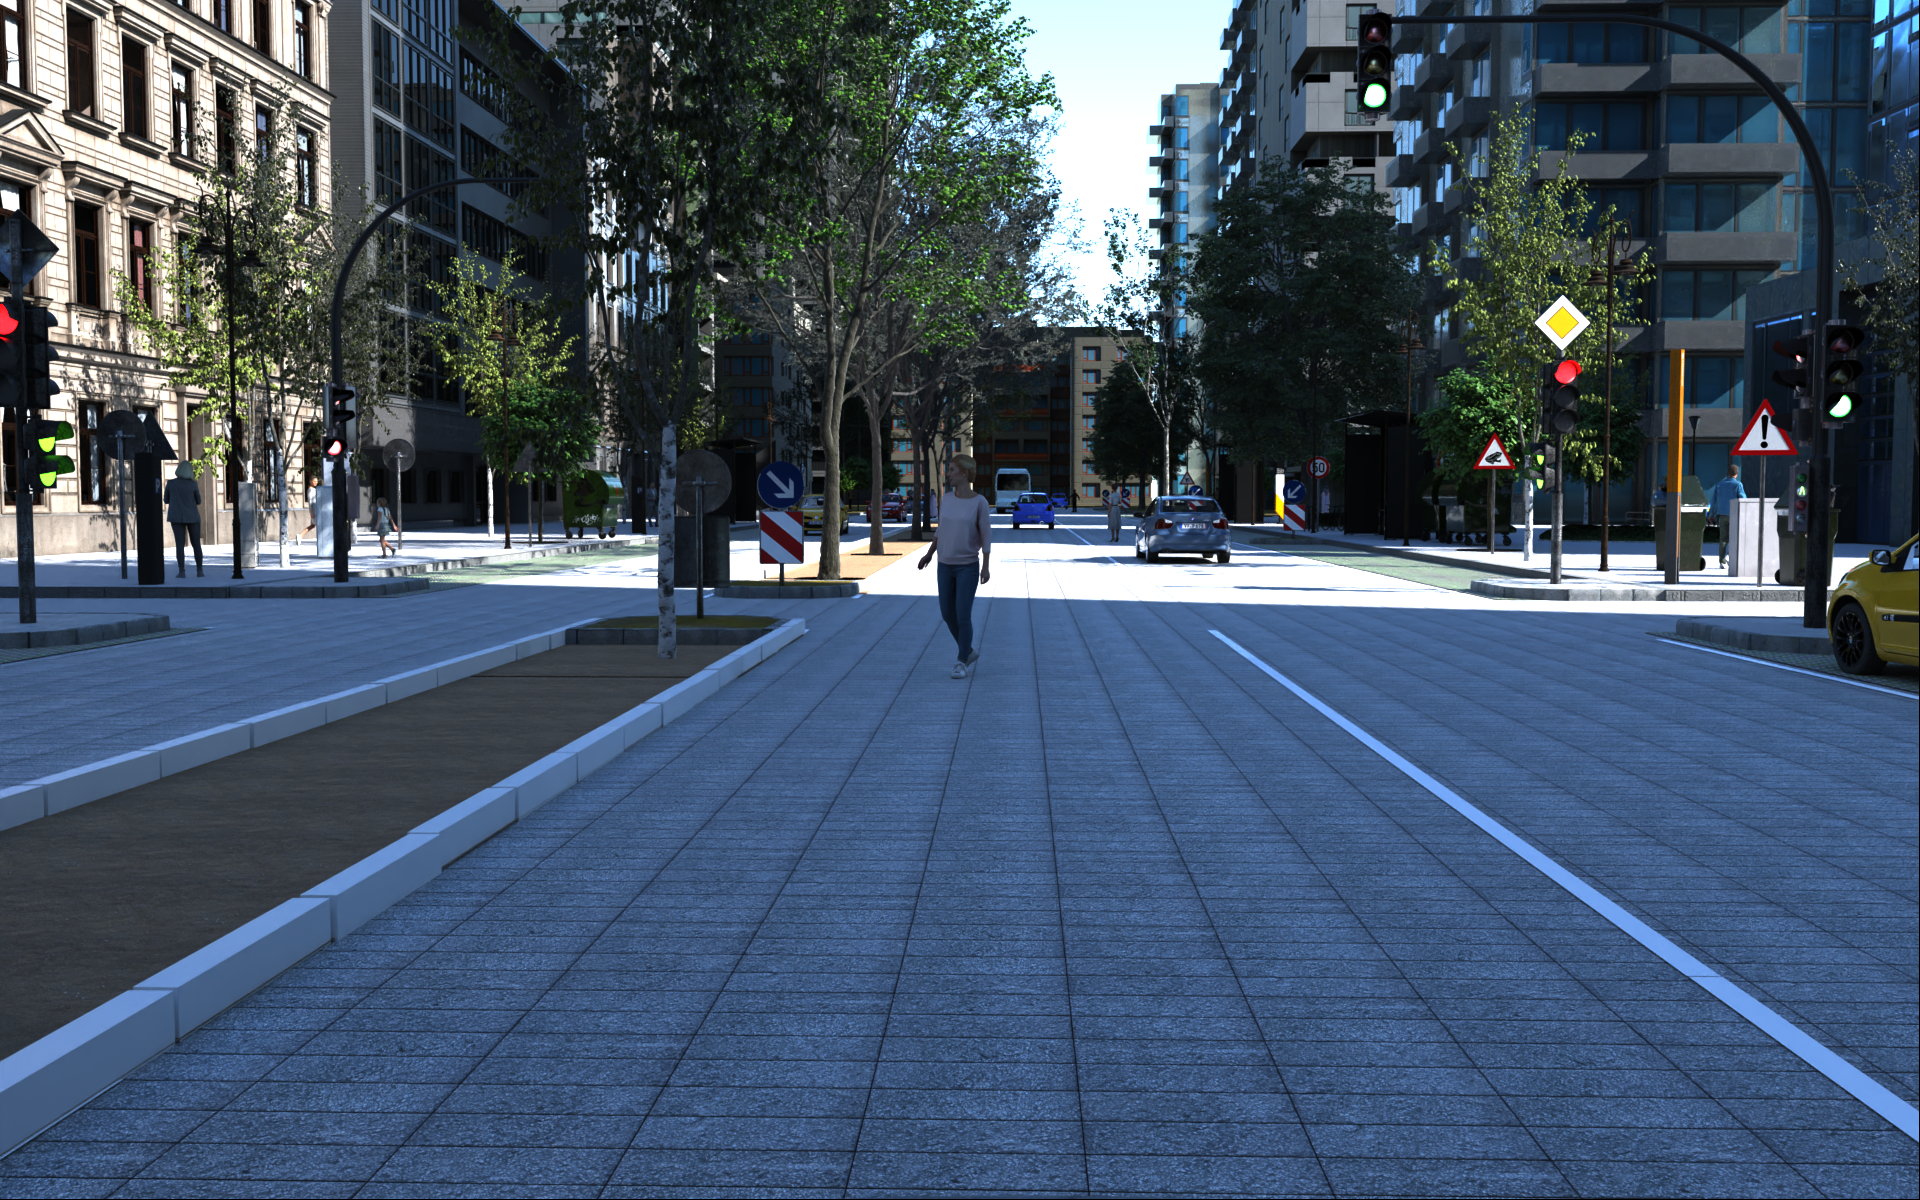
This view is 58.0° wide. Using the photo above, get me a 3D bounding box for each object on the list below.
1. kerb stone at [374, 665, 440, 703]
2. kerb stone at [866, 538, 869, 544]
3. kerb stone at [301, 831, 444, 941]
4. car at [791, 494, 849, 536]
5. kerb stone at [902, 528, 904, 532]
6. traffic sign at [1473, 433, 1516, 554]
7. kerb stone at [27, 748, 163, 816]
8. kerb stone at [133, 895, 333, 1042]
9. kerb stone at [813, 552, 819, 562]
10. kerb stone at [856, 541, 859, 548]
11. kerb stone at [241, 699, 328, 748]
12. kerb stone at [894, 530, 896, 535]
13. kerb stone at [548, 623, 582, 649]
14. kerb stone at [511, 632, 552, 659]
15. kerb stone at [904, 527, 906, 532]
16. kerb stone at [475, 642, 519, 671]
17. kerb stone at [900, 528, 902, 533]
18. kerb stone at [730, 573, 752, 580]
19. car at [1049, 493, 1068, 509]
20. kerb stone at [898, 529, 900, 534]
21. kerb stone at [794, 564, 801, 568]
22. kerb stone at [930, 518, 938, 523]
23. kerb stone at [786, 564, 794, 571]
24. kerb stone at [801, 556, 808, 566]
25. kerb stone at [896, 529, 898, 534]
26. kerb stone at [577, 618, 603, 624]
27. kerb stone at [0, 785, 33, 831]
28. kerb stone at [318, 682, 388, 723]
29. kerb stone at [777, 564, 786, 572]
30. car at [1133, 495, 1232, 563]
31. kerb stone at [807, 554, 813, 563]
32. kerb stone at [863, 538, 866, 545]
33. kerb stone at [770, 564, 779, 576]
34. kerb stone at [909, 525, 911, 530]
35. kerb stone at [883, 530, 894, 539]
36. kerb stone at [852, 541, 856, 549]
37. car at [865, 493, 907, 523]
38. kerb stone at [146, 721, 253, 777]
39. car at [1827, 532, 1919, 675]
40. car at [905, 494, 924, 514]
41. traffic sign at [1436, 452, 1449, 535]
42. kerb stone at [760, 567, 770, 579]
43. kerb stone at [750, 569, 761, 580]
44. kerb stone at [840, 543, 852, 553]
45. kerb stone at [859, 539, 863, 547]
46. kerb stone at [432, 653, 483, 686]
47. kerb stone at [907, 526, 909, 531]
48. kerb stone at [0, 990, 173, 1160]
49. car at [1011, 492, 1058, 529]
[{"bbox_3d":[-3.934,0.607,12.276,0.120,0.150,1.000,0,4,2],"label":"kerb stone"},{"bbox_3d":[-2.719,-1.619,48.674,0.120,0.150,1.000,0,4,2],"label":"kerb stone"},{"bbox_3d":[-2.036,0.989,6.047,0.120,0.150,1.000,0,4,2],"label":"kerb stone"},{"bbox_3d":[-4.881,-3.107,61.018,2.015,1.641,3.980,0,4,1],"label":"car"},{"bbox_3d":[-2.238,-2.498,63.046,0.120,0.150,1.000,0,4,2],"label":"kerb stone"},{"bbox_3d":[11.343,-2.252,36.821,0.884,2.594,0.081,0,4,7],"label":"traffic sign"},{"bbox_3d":[-4.075,0.859,8.156,0.120,0.150,1.000,0,4,2],"label":"kerb stone"},{"bbox_3d":[-2.084,1.055,5.026,0.120,0.150,1.000,0,4,2],"label":"kerb stone"},{"bbox_3d":[-3.124,-0.867,36.371,0.120,0.150,1.000,0,4,2],"label":"kerb stone"},{"bbox_3d":[-2.820,-1.431,45.597,0.120,0.150,1.000,0,4,2],"label":"kerb stone"},{"bbox_3d":[-4.001,0.733,10.212,0.120,0.150,1.000,0,4,2],"label":"kerb stone"},{"bbox_3d":[-2.369,-2.245,58.941,0.120,0.150,1.000,0,4,2],"label":"kerb stone"},{"bbox_3d":[-3.789,0.358,16.379,0.120,0.150,1.000,0,4,2],"label":"kerb stone"},{"bbox_3d":[-3.836,0.419,15.345,0.120,0.150,1.000,0,4,2],"label":"kerb stone"},{"bbox_3d":[-2.194,-2.561,64.067,0.120,0.150,1.000,0,4,2],"label":"kerb stone"},{"bbox_3d":[-3.875,0.486,14.319,0.120,0.150,1.000,0,4,2],"label":"kerb stone"},{"bbox_3d":[-2.271,-2.435,62.013,0.120,0.150,1.000,0,4,2],"label":"kerb stone"},{"bbox_3d":[-3.437,-0.301,27.118,0.120,0.150,1.000,0,4,2],"label":"kerb stone"},{"bbox_3d":[9.350,-9.437,163.888,1.945,1.707,3.694,0,4,3],"label":"car"},{"bbox_3d":[-2.302,-2.373,60.990,0.120,0.150,1.000,0,4,2],"label":"kerb stone"},{"bbox_3d":[-3.234,-0.678,33.287,0.120,0.150,1.000,0,4,2],"label":"kerb stone"},{"bbox_3d":[-1.334,-4.129,89.697,0.120,0.150,1.000,0,4,2],"label":"kerb stone"},{"bbox_3d":[-3.264,-0.613,32.253,0.120,0.150,1.000,0,4,2],"label":"kerb stone"},{"bbox_3d":[-3.193,-0.740,34.325,0.120,0.150,1.000,0,4,2],"label":"kerb stone"},{"bbox_3d":[-2.327,-2.310,59.966,0.120,0.150,1.000,0,4,2],"label":"kerb stone"},{"bbox_3d":[-3.762,0.293,17.402,0.120,0.150,1.000,0,4,2],"label":"kerb stone"},{"bbox_3d":[-4.114,0.923,7.135,0.120,0.150,1.000,0,4,2],"label":"kerb stone"},{"bbox_3d":[-3.971,0.675,11.242,0.120,0.150,1.000,0,4,2],"label":"kerb stone"},{"bbox_3d":[-3.303,-0.552,31.226,0.120,0.150,1.000,0,4,2],"label":"kerb stone"},{"bbox_3d":[4.778,-1.548,37.317,2.014,1.417,4.499,0,4,1],"label":"car"},{"bbox_3d":[-3.170,-0.804,35.349,0.120,0.150,1.000,0,4,2],"label":"kerb stone"},{"bbox_3d":[-2.747,-1.553,47.641,0.120,0.150,1.000,0,4,2],"label":"kerb stone"},{"bbox_3d":[-3.333,-0.487,30.205,0.120,0.150,1.000,0,4,2],"label":"kerb stone"},{"bbox_3d":[-2.092,-2.750,67.156,0.120,0.150,1.000,0,4,2],"label":"kerb stone"},{"bbox_3d":[-2.400,-2.184,57.910,0.120,0.150,1.000,0,4,2],"label":"kerb stone"},{"bbox_3d":[-2.848,-1.367,44.575,0.120,0.150,1.000,0,4,2],"label":"kerb stone"},{"bbox_3d":[-3.737,-4.869,88.654,2.155,1.783,4.494,0,4,4],"label":"car"},{"bbox_3d":[-4.046,0.796,9.183,0.120,0.150,1.000,0,4,2],"label":"kerb stone"},{"bbox_3d":[7.857,-0.138,12.482,2.015,1.641,3.980,0,4,0],"label":"car"},{"bbox_3d":[-3.061,-7.039,127.094,2.014,1.417,4.499,0,4,2],"label":"car"},{"bbox_3d":[13.499,-2.914,47.756,0.768,2.556,0.104,0,4,5],"label":"traffic sign"},{"bbox_3d":[-3.368,-0.427,29.182,0.120,0.150,1.000,0,4,2],"label":"kerb stone"},{"bbox_3d":[-3.405,-0.359,28.152,0.120,0.150,1.000,0,4,2],"label":"kerb stone"},{"bbox_3d":[-2.881,-1.302,43.545,0.120,0.150,1.000,0,4,2],"label":"kerb stone"},{"bbox_3d":[-2.784,-1.494,46.619,0.120,0.150,1.000,0,4,2],"label":"kerb stone"},{"bbox_3d":[-3.901,0.544,13.297,0.120,0.150,1.000,0,4,2],"label":"kerb stone"},{"bbox_3d":[-2.137,-2.683,66.135,0.120,0.150,1.000,0,4,2],"label":"kerb stone"},{"bbox_3d":[-2.116,1.118,4.000,0.120,0.150,1.000,0,4,2],"label":"kerb stone"},{"bbox_3d":[3.054,-3.787,71.509,1.945,1.707,3.694,0,4,3],"label":"car"}]
